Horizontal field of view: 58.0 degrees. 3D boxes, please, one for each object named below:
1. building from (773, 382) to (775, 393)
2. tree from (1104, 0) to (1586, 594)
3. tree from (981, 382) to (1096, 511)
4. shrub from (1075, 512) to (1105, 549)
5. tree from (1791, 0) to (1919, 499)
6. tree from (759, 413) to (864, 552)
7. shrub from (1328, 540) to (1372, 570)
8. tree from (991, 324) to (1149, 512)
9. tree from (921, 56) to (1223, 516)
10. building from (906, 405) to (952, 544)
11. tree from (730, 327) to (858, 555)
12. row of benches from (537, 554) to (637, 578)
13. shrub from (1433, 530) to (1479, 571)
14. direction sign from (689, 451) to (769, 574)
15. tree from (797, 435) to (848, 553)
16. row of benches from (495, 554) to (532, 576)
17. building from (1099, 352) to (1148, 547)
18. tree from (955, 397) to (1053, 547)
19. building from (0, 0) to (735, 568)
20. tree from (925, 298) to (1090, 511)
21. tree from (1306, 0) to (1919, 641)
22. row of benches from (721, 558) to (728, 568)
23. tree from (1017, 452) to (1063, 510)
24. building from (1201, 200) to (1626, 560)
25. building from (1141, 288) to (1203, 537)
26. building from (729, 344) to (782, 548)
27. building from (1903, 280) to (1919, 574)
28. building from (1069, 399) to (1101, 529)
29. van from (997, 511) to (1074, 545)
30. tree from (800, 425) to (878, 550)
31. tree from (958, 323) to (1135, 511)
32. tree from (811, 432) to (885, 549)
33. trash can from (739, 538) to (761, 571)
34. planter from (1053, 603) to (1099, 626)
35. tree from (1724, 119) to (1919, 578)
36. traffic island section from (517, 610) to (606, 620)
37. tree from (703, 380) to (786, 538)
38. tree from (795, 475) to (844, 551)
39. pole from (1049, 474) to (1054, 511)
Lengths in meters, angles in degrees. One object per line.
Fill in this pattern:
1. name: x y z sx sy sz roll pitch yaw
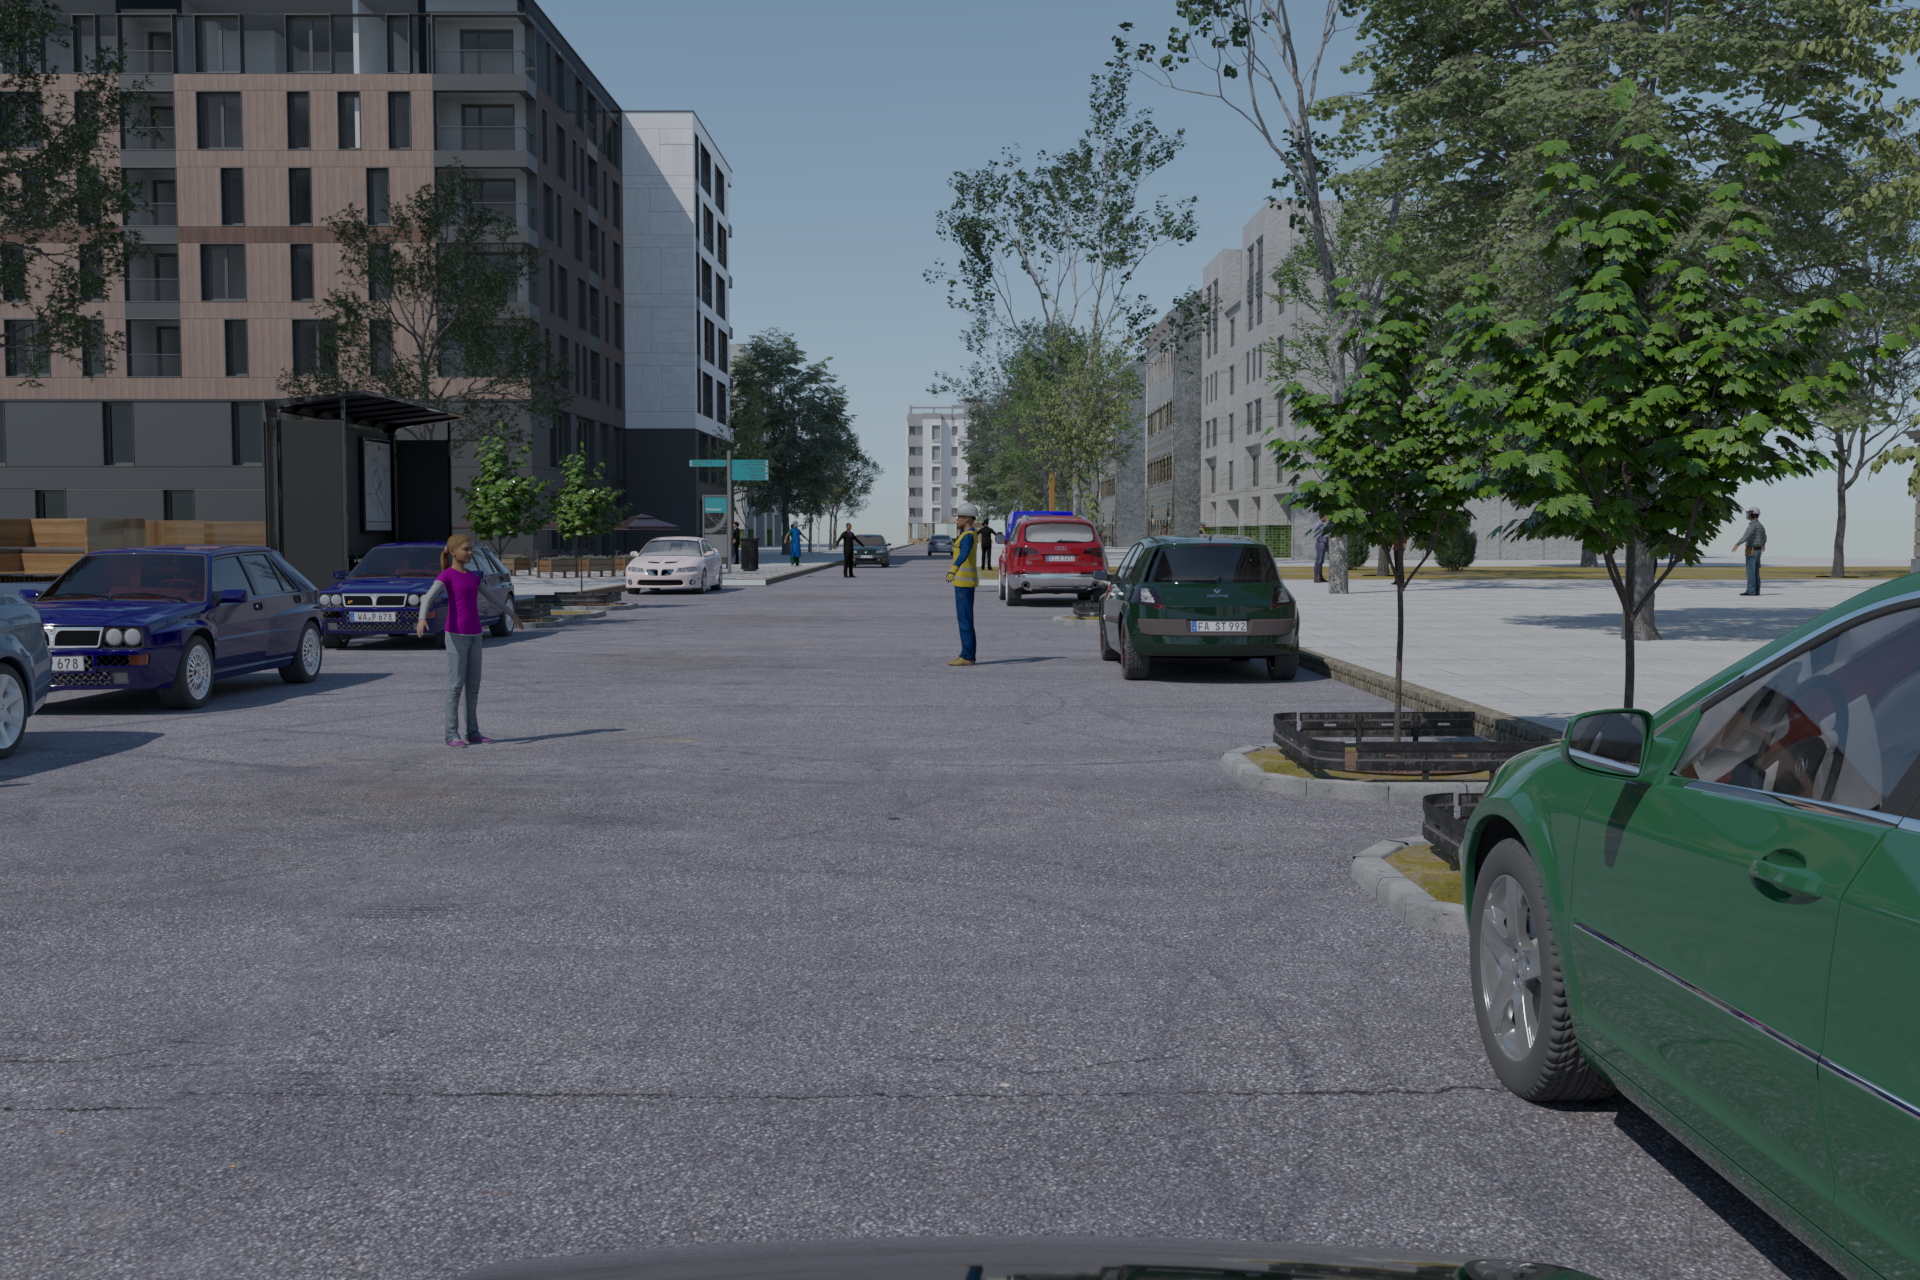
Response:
1. building: -27.693 -21.163 202.434 16.016 20.090 11.380 0 4 -1
2. tree: 8.523 -10.972 35.282 12.611 20.169 13.585 0 3 0
3. tree: 5.028 -11.920 113.022 7.486 12.596 7.792 0 3 0
4. shrub: 4.182 -3.426 60.055 1.661 2.075 1.752 0 3 0
5. tree: 8.278 -3.832 13.023 4.737 8.622 4.395 0 3 0
6. tree: -10.815 -11.555 123.339 8.767 10.594 7.601 0 4 6
7. shrub: 13.816 -3.521 61.602 1.661 2.075 1.752 0 3 0
8. tree: 5.390 -9.726 84.778 9.928 11.665 9.643 0 3 0
9. tree: 4.694 -13.158 71.015 12.611 20.169 13.585 0 3 0
10. building: -7.253 -23.593 244.628 11.380 20.090 16.016 0 4 -1
11. tree: -10.642 -12.198 106.090 9.857 13.997 8.962 0 3 0
12. row of benches: -10.859 -2.226 51.857 1.422 0.672 4.104 3 4 36
13. shrub: 17.325 -3.439 60.648 1.690 2.028 1.600 0 3 0
14. direction sign: -7.392 -4.116 56.058 2.525 3.948 1.411 0 4 0
15. tree: -10.166 -10.106 115.599 4.360 8.622 3.978 0 3 0
16. row of benches: -14.788 -2.368 54.173 4.104 0.672 1.422 3 5 41
17. building: 24.198 -21.053 175.143 19.493 23.208 18.063 0 4 0
18. tree: 4.262 -15.195 155.087 9.857 13.997 8.962 0 3 0
19. building: -26.775 -14.544 81.772 27.936 21.610 32.646 0 3 0
20. tree: 4.012 -17.354 139.630 12.611 20.169 13.585 0 3 0
21. tree: 7.840 -6.277 20.749 7.486 12.596 7.792 0 3 0
22. row of benches: -9.922 -2.905 62.956 1.422 0.672 4.104 2 4 30
23. tree: 5.438 -10.733 125.841 4.737 8.622 4.395 0 3 0
24. building: 24.648 -14.312 100.457 16.747 18.905 31.486 0 4 0
25. building: 23.943 -18.143 127.570 19.493 23.208 18.063 0 4 0
26. building: -28.383 -19.010 177.266 16.747 18.905 31.486 0 4 0
27. building: 28.506 -12.585 24.842 14.460 24.649 34.723 0 4 0
28. building: 23.559 -23.780 219.734 19.493 23.208 18.063 0 4 0
29. van: 2.191 -2.683 48.258 2.240 2.365 5.245 0 3 0
30. tree: -10.410 -12.408 137.290 8.767 10.594 7.601 1 4 8
31. tree: 5.106 -11.604 100.093 12.009 13.543 11.850 0 3 0
32. tree: -10.842 -13.099 148.585 8.767 10.594 7.601 -1 4 -12
33. trash can: -7.251 -2.940 59.724 0.748 1.137 0.748 0 3 0
34. planter: 2.510 -0.413 27.894 1.991 0.319 1.994 0 4 -1
35. tree: 25.966 -8.571 50.498 12.009 13.543 11.850 0 3 0
36. traffic island section: -7.190 -0.426 29.834 1.991 0.108 1.994 0 4 0
37. tree: -10.324 -8.128 83.257 4.737 8.622 4.395 0 3 0
38. tree: -10.741 -11.054 131.094 4.737 8.622 4.395 0 3 0
39. pole: 3.100 -3.956 58.516 0.158 3.312 0.155 0 3 0
